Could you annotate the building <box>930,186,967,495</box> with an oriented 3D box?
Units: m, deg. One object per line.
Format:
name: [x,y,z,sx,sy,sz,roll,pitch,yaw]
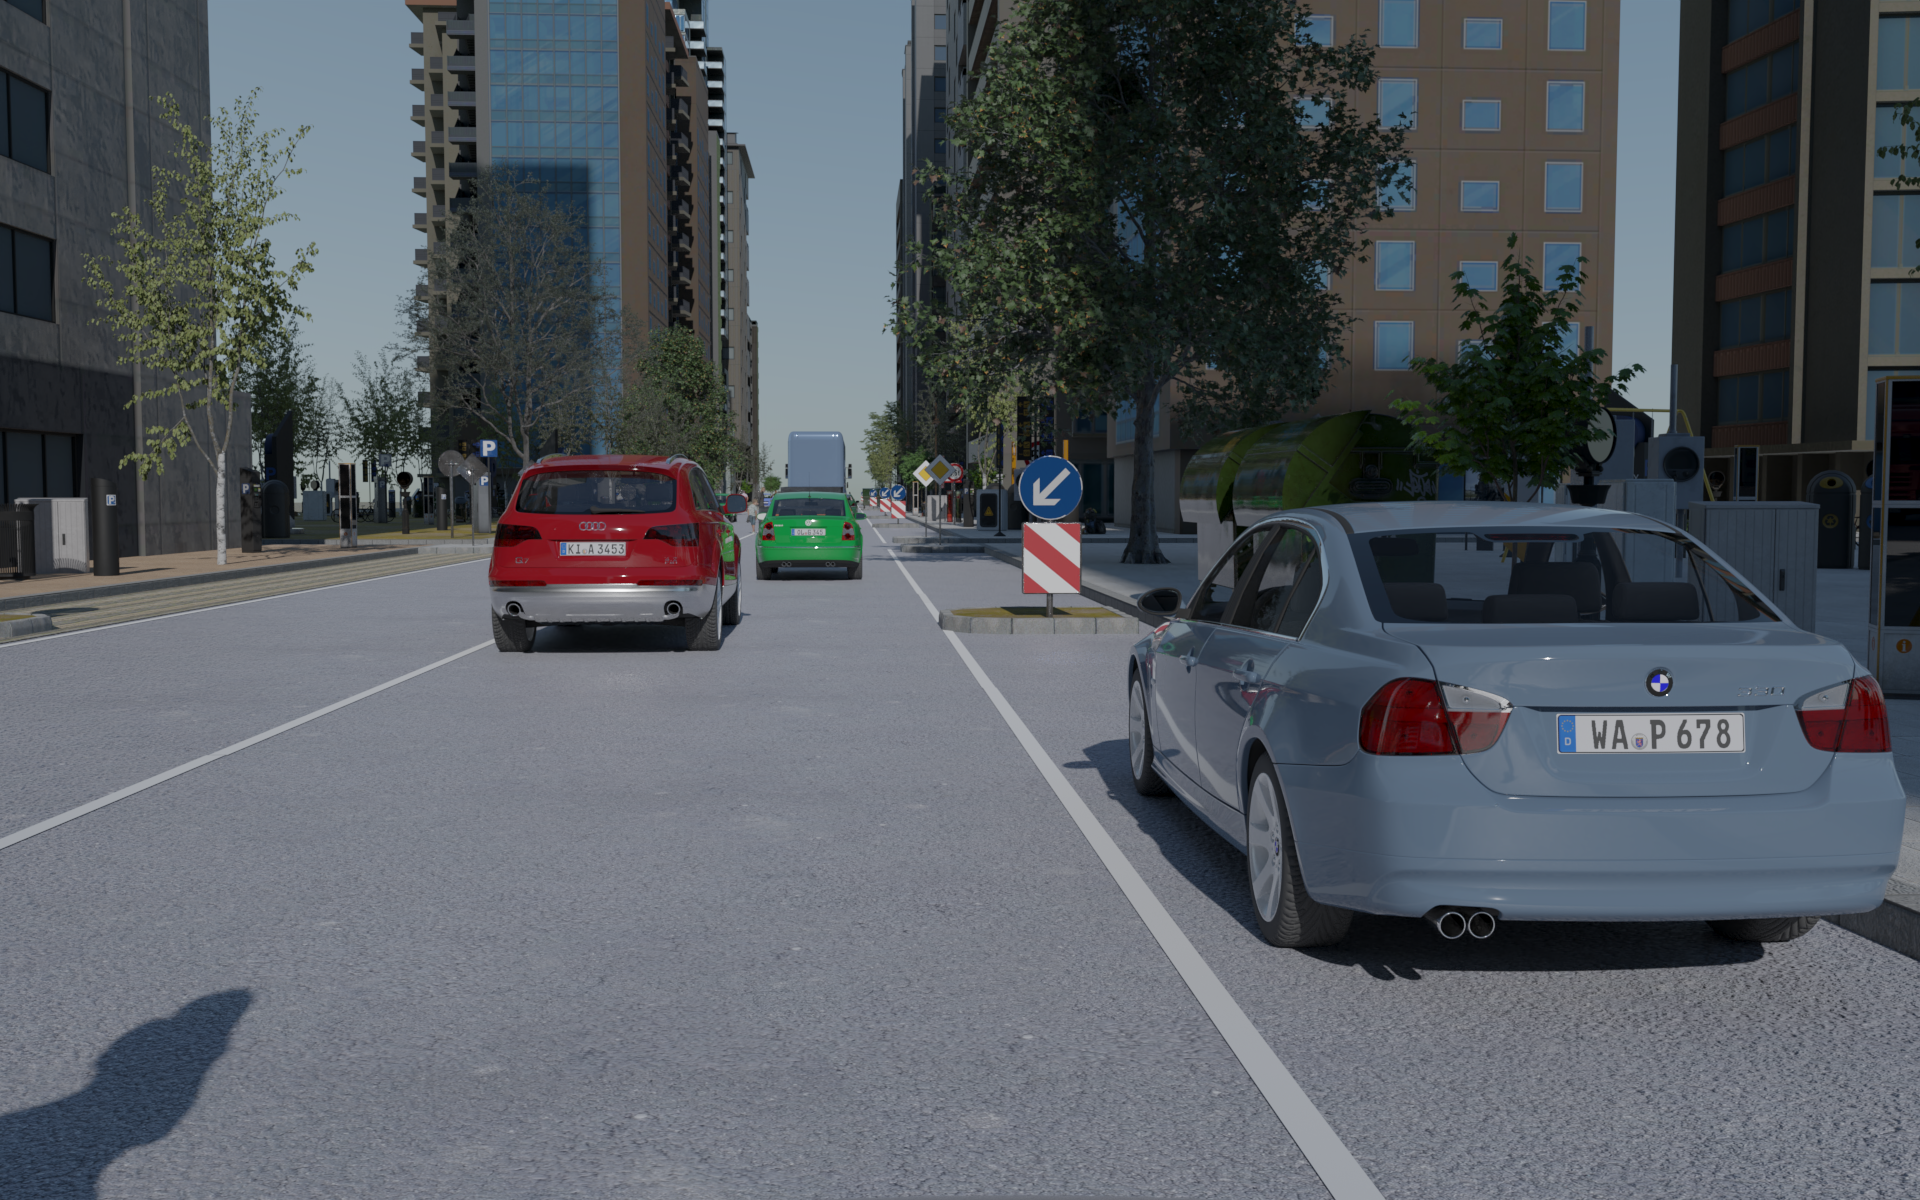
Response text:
building: [4.033,-24.051,164.934,14.160,30.474,14.107,0,4,-4]

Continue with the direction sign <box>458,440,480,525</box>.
direction sign: [-20.463,-4.912,72.310,0.876,3.537,0.379,-1,4,-14]

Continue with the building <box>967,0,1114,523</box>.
building: [11.671,-28.288,86.217,21.300,48.544,21.600,0,4,-4]

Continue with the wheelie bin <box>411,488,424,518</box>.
wheelie bin: [-29.311,-5.251,93.755,0.693,1.594,0.980,-2,4,-28]

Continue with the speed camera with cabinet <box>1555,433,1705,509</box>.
speed camera with cabinet: [10.202,-1.962,26.412,2.038,3.252,0.660,0,4,5]

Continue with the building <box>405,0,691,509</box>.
building: [-35.534,-30.456,152.576,22.147,44.769,28.867,0,4,-4]

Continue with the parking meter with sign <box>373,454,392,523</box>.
parking meter with sign: [-25.532,-4.901,76.386,0.543,3.016,1.738,-2,4,-31]

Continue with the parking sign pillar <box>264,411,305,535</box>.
parking sign pillar: [-21.738,-4.087,55.295,1.447,3.967,1.447,0,4,1]

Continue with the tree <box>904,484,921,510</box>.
tree: [-3.778,-9.011,141.929,1.663,3.219,1.824,0,3,0]

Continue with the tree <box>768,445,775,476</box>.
tree: [-27.607,-17.674,239.334,4.360,8.622,3.978,0,3,0]

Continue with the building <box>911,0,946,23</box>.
building: [5.296,-39.347,185.322,21.231,58.520,28.212,0,4,-4]

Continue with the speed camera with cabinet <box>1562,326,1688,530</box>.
speed camera with cabinet: [7.570,-1.559,19.821,0.660,3.252,2.038,0,4,3]

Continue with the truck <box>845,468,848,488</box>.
truck: [-13.269,-11.800,181.849,2.839,4.237,11.283,0,4,-2]

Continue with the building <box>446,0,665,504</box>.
building: [-29.910,-29.435,131.380,14.600,45.320,14.200,0,4,-4]

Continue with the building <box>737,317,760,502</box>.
building: [-39.543,-30.900,276.917,14.160,30.474,14.107,0,4,-4]

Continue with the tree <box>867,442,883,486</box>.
tree: [-10.145,-16.969,227.808,4.360,8.622,3.978,0,3,0]

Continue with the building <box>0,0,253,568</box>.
building: [-26.836,-36.147,29.248,20.611,71.187,20.563,0,4,-4]

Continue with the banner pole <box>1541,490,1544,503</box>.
banner pole: [17.347,-3.808,52.277,0.863,3.779,0.401,0,4,7]

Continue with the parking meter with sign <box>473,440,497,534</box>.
parking meter with sign: [-15.568,-3.684,56.492,0.543,3.016,1.738,-2,4,-29]

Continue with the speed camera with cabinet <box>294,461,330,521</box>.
speed camera with cabinet: [-31.660,-5.451,83.455,2.038,3.252,0.660,0,4,-6]

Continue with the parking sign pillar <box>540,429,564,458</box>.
parking sign pillar: [-17.101,-5.146,72.617,1.447,3.967,1.447,-3,5,-42]

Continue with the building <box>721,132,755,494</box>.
building: [-45.059,-40.718,254.981,28.713,52.752,27.495,0,4,-4]

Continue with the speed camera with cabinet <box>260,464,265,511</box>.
speed camera with cabinet: [-44.186,-7.077,110.039,0.660,3.252,2.038,0,4,4]

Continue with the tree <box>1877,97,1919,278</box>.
tree: [12.066,-4.191,18.887,4.737,8.622,4.395,0,3,0]

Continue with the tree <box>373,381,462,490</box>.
tree: [-34.611,-9.881,111.917,4.360,8.622,3.978,0,3,0]

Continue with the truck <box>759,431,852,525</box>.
truck: [-5.989,-4.815,68.485,2.967,4.110,18.799,0,4,-2]

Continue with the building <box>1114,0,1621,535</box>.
building: [13.236,-25.100,60.494,14.200,45.320,14.600,0,4,-4]

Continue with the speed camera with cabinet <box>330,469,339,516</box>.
speed camera with cabinet: [-37.510,-6.625,102.657,0.660,3.252,2.038,0,4,8]

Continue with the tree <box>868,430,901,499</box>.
tree: [-8.417,-15.140,197.900,4.737,8.622,4.395,0,3,0]

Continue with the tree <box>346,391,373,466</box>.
tree: [-39.066,-9.519,106.005,4.360,8.622,3.978,0,3,0]

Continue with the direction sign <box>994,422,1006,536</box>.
direction sign: [1.207,-3.699,52.475,0.379,3.537,0.876,1,4,14]

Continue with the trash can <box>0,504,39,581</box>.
trash can: [-14.163,-0.870,25.875,0.748,1.137,0.748,0,3,0]

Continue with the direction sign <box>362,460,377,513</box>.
direction sign: [-38.982,-7.486,114.396,0.876,3.537,0.379,-1,4,-15]

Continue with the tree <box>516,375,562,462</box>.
tree: [-21.447,-8.776,93.852,4.360,8.622,3.978,0,3,0]

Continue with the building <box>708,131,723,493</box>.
building: [-33.585,-30.914,189.045,14.154,41.232,14.086,0,4,-4]

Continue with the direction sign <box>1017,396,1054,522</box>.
direction sign: [1.744,-2.939,40.056,0.876,3.537,0.379,1,4,16]

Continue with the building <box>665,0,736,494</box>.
building: [-40.302,-55.774,224.576,22.319,86.520,31.000,0,4,-4]

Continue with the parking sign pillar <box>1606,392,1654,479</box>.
parking sign pillar: [16.399,-3.319,42.731,1.447,3.967,1.447,-3,4,-37]

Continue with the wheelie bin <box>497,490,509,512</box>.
wheelie bin: [-32.839,-7.123,124.366,0.980,1.594,0.693,-1,4,-11]

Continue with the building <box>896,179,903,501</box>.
building: [1.618,-38.497,253.132,21.300,48.544,21.600,0,4,-4]

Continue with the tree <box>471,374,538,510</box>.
tree: [-27.476,-9.442,104.731,4.737,8.622,4.395,0,3,0]

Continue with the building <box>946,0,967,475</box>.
building: [12.937,-33.931,144.017,28.713,52.752,27.495,0,4,-4]

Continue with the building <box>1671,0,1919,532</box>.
building: [42.467,-25.172,66.192,28.867,44.769,22.147,0,4,-4]

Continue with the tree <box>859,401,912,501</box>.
tree: [-8.339,-17.837,209.758,7.486,12.596,7.792,0,3,0]

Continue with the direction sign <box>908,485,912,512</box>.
direction sign: [-3.567,-8.066,123.882,0.379,3.537,0.876,3,5,44]

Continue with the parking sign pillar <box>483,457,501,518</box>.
parking sign pillar: [-25.609,-6.475,94.339,1.447,3.967,1.447,0,4,-1]

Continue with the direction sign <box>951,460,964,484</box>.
direction sign: [-0.164,-7.610,116.424,0.876,3.537,0.379,1,4,20]

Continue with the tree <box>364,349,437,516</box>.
tree: [-29.230,-8.353,86.933,4.737,8.622,4.395,0,3,0]

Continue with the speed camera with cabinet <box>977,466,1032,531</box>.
speed camera with cabinet: [1.620,-4.031,60.241,2.038,3.252,0.660,1,4,19]

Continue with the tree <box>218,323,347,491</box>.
tree: [-28.942,-7.474,72.566,4.360,8.622,3.978,0,3,0]

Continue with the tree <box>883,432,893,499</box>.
tree: [-3.390,-11.276,134.730,4.360,8.622,3.978,0,3,0]

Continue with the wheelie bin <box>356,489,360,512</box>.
wheelie bin: [-41.107,-6.699,117.438,0.980,1.594,0.693,3,4,37]

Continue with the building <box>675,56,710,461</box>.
building: [-32.712,-32.059,174.276,14.600,45.320,14.200,0,4,-4]
